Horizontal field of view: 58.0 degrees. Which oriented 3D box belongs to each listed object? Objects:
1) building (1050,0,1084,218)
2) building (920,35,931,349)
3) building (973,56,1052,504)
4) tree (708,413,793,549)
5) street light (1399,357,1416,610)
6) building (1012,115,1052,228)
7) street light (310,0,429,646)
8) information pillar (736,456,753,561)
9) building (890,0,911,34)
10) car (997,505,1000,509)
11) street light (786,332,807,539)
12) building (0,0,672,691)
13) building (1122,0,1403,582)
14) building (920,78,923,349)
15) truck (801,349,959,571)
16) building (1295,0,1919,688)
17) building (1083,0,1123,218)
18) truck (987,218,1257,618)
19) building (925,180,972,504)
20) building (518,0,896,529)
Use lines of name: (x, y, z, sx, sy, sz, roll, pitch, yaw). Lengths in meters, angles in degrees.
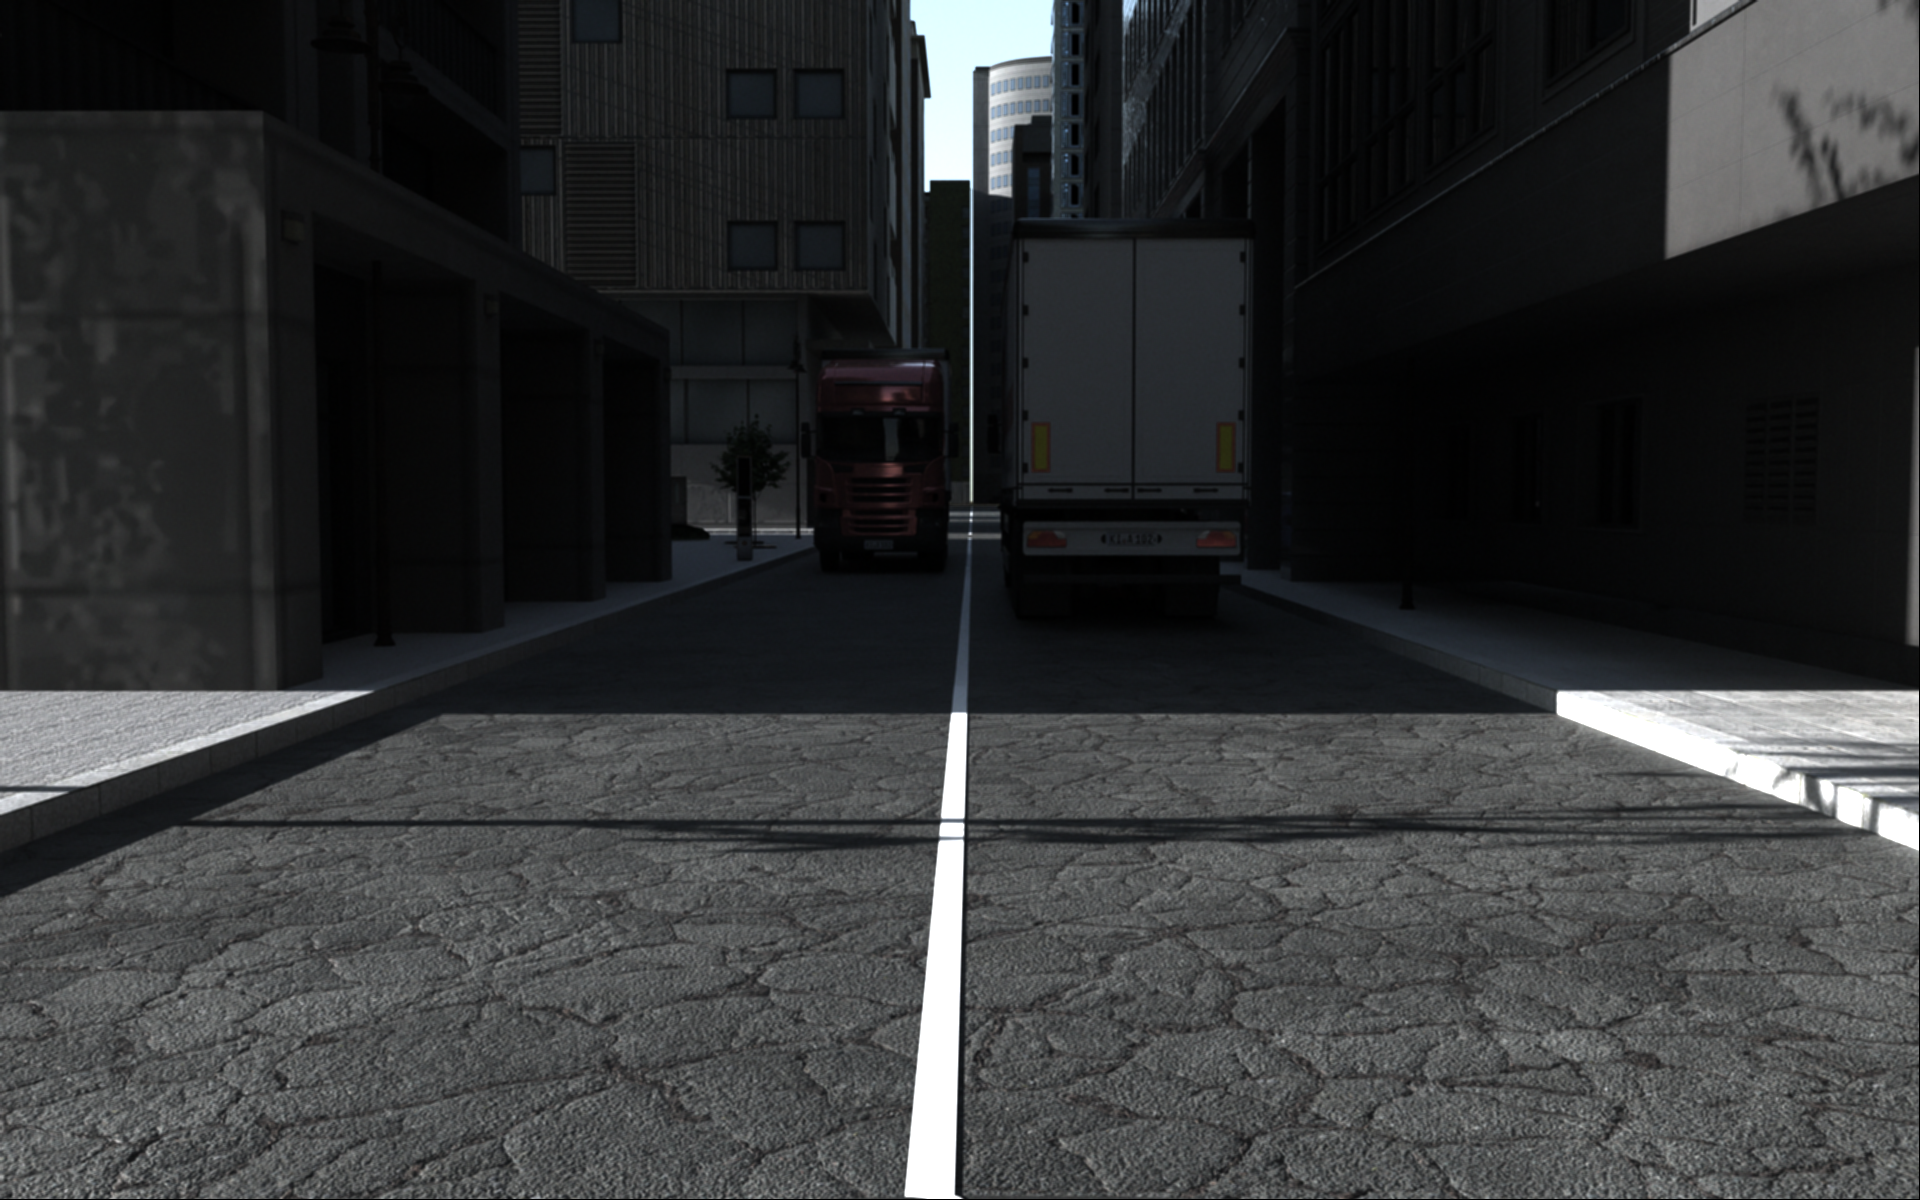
building: (17.192, -51.674, 157.542, 22.319, 86.520, 31.000, 0, 4, 0)
building: (-17.365, -37.316, 199.349, 27.495, 52.752, 28.713, 0, 4, 0)
building: (15.780, -42.121, 230.672, 28.212, 58.520, 21.231, 0, 4, 0)
tree: (-4.752, -2.849, 41.178, 1.663, 3.219, 1.824, 0, 3, 0)
street light: (4.979, -2.833, 19.107, 0.468, 5.910, 1.993, 0, 4, 0)
building: (13.187, -33.974, 205.580, 14.600, 45.320, 14.200, 0, 4, 0)
street light: (-4.872, -2.550, 14.486, 0.468, 5.910, 1.993, 0, 4, 0)
information pillar: (-4.163, -1.771, 33.456, 0.304, 2.012, 0.304, 0, 4, -6)
building: (-10.093, -27.734, 103.565, 14.600, 45.320, 14.200, 0, 4, 0)
car: (2.229, -2.663, 52.582, 2.155, 1.783, 4.494, 0, 4, -1)
street light: (-4.646, -4.697, 49.579, 0.468, 5.910, 1.993, 0, 4, 0)
building: (-14.570, -35.547, 19.453, 20.563, 71.187, 20.611, 0, 4, 0)
building: (10.330, -16.001, 39.114, 11.434, 29.767, 29.804, 0, 4, 0)
building: (-10.907, -32.136, 175.530, 14.600, 45.320, 14.200, 0, 4, 0)
truck: (-1.436, -2.861, 35.688, 2.839, 4.237, 11.283, 0, 3, 0)
building: (11.675, -13.382, 12.304, 14.314, 27.812, 24.014, 0, 4, 0)
building: (15.843, -38.611, 69.549, 20.611, 71.187, 20.563, 0, 4, 0)
truck: (1.813, -2.099, 23.236, 2.839, 4.237, 11.283, 0, 4, 0)
building: (-5.485, -33.287, 227.831, 14.086, 41.232, 14.154, 0, 4, 0)
building: (-16.642, -29.685, 74.592, 28.713, 52.752, 27.495, 0, 4, 0)
